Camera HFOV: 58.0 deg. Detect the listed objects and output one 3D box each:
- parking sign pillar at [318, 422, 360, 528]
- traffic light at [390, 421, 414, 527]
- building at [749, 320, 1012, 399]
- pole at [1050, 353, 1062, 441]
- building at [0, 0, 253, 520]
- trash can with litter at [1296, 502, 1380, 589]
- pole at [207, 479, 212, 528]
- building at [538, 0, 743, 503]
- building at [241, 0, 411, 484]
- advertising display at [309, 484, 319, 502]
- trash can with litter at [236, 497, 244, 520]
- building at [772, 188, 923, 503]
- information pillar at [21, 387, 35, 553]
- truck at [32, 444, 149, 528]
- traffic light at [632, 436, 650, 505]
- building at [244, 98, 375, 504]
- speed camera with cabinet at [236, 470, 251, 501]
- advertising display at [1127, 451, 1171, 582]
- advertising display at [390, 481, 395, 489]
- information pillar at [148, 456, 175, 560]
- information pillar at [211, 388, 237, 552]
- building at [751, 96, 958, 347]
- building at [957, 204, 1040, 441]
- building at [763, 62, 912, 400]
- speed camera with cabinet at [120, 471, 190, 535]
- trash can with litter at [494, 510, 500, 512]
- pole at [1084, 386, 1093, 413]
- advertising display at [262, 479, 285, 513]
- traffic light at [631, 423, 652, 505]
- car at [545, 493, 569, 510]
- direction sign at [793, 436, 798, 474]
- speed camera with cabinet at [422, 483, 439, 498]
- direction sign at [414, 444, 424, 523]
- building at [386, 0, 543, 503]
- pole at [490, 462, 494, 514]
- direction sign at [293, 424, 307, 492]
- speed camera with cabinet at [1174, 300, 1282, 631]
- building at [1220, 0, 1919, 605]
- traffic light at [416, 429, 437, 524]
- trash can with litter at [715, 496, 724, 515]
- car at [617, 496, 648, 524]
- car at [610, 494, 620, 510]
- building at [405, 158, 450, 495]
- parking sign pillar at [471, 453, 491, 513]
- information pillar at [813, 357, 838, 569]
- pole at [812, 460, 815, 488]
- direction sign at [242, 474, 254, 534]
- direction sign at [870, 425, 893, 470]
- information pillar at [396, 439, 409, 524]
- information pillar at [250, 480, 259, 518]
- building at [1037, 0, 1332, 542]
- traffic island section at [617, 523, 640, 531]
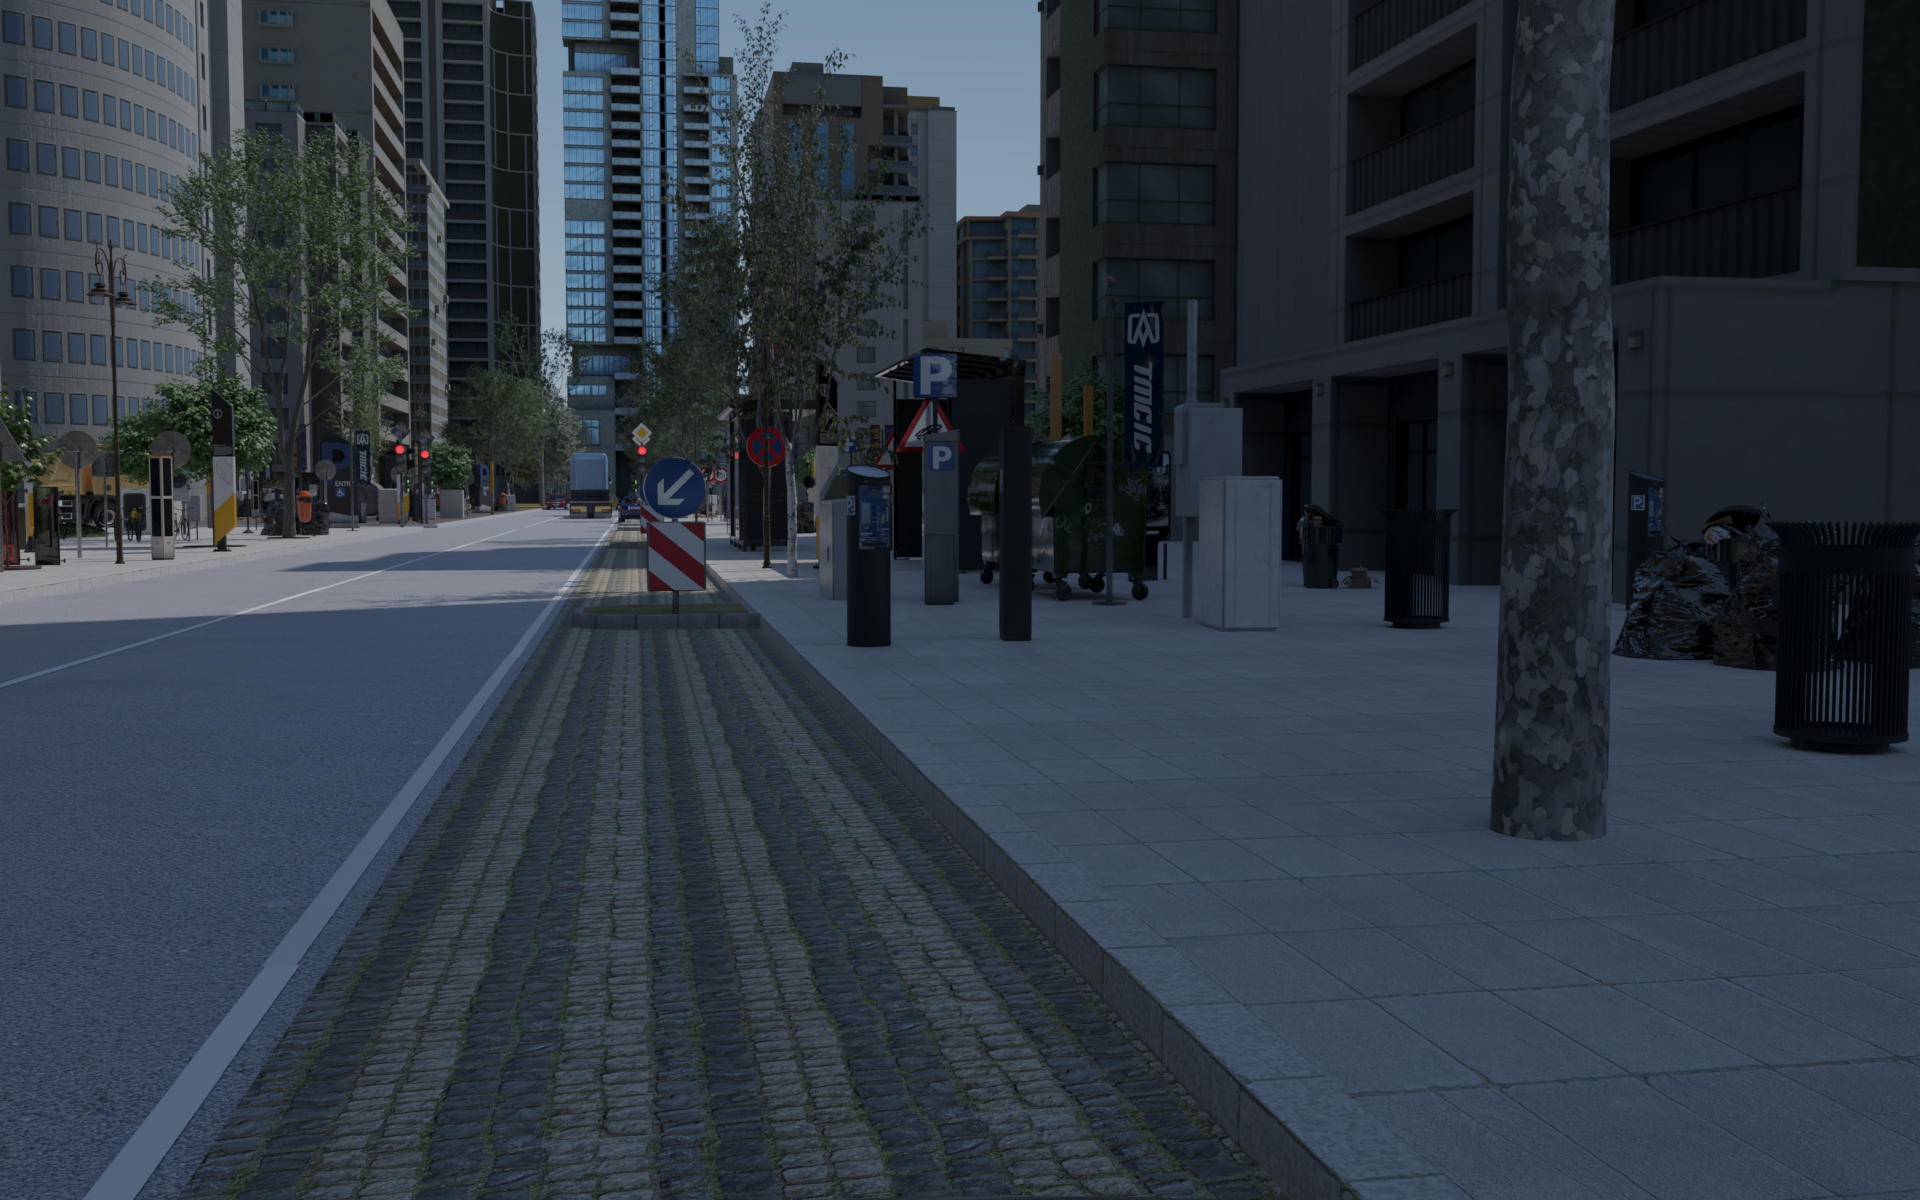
[{"bbox_3d":[-23.446,-4.702,65.345,1.447,3.967,1.447,-2,4,-33],"label":"parking sign pillar"},{"bbox_3d":[-21.412,-4.741,66.439,0.839,4.253,0.868,-1,4,-11],"label":"traffic light"},{"bbox_3d":[-10.442,-22.009,204.894,27.650,21.520,28.899,-1,4,-11],"label":"building"},{"bbox_3d":[1.394,-1.920,25.230,0.158,3.312,0.155,0,3,0],"label":"pole"},{"bbox_3d":[-52.571,-33.673,92.553,21.231,58.520,28.212,-1,4,-11],"label":"building"},{"bbox_3d":[5.166,-0.753,23.691,1.055,1.170,0.624,0,4,1],"label":"trash can with litter"},{"bbox_3d":[-28.076,-4.339,64.780,0.158,3.312,0.155,0,3,0],"label":"pole"},{"bbox_3d":[-45.391,-57.451,251.990,31.000,86.520,22.319,-1,4,-11],"label":"building"},{"bbox_3d":[-61.557,-32.425,153.854,21.300,48.544,21.600,-1,4,-11],"label":"building"},{"bbox_3d":[-42.925,-6.720,115.088,0.974,1.923,0.123,3,4,38],"label":"advertising display"},{"bbox_3d":[-36.315,-4.553,85.495,1.678,1.210,2.233,2,4,30],"label":"trash can with litter"},{"bbox_3d":[-11.432,-24.244,168.097,14.160,30.474,14.107,-1,4,-11],"label":"building"},{"bbox_3d":[-20.347,-2.841,37.807,0.183,3.616,0.504,-3,4,-38],"label":"information pillar"},{"bbox_3d":[-35.019,-4.364,67.274,9.791,3.379,3.469,-1,4,-10],"label":"truck"},{"bbox_3d":[-13.980,-5.324,75.966,0.839,4.253,0.868,-1,4,-11],"label":"traffic light"},{"bbox_3d":[-52.603,-21.933,130.301,14.160,30.474,14.107,-1,4,-11],"label":"building"},{"bbox_3d":[-43.071,-6.712,104.071,0.660,3.252,2.038,0,4,-4],"label":"speed camera with cabinet"},{"bbox_3d":[2.786,-1.250,25.646,0.123,1.923,0.974,3,5,43],"label":"advertising display"},{"bbox_3d":[-27.902,-4.888,85.137,0.123,1.923,0.974,-2,4,-24],"label":"advertising display"},{"bbox_3d":[-15.511,-1.783,33.650,0.304,2.012,0.304,1,4,17],"label":"information pillar"},{"bbox_3d":[-16.351,-2.881,38.457,0.504,3.616,0.183,0,4,6],"label":"information pillar"},{"bbox_3d":[-16.170,-43.770,257.644,28.212,58.520,21.231,-1,4,-11],"label":"building"},{"bbox_3d":[12.055,-37.308,264.613,28.867,44.769,22.147,-1,4,-11],"label":"building"},{"bbox_3d":[-13.095,-32.519,181.790,14.600,45.320,14.200,-1,4,-11],"label":"building"},{"bbox_3d":[-25.523,-3.701,54.853,2.038,3.252,0.660,-1,4,-22],"label":"speed camera with cabinet"},{"bbox_3d":[-32.888,-6.756,121.514,2.233,1.210,1.678,-3,5,-43],"label":"trash can with litter"},{"bbox_3d":[2.422,-2.381,32.771,0.158,3.312,0.155,0,3,0],"label":"pole"},{"bbox_3d":[-30.136,-4.334,76.071,0.974,1.923,0.123,0,4,-5],"label":"advertising display"},{"bbox_3d":[-12.509,-4.844,68.118,0.839,4.253,0.868,-1,4,-11],"label":"traffic light"},{"bbox_3d":[-36.580,-9.067,157.282,2.155,1.783,4.494,-1,4,-10],"label":"car"},{"bbox_3d":[-6.775,-4.627,67.651,0.876,3.537,0.379,-1,4,-13],"label":"direction sign"},{"bbox_3d":[-43.587,-9.014,141.707,2.038,3.252,0.660,0,4,2],"label":"speed camera with cabinet"},{"bbox_3d":[-24.344,-5.257,77.953,0.379,3.537,0.876,1,4,9],"label":"direction sign"},{"bbox_3d":[-70.874,-49.461,246.939,20.611,71.187,20.563,-1,4,-11],"label":"building"},{"bbox_3d":[-29.382,-7.026,108.724,0.158,3.312,0.155,0,3,0],"label":"pole"},{"bbox_3d":[-21.537,-3.945,56.495,0.876,3.537,0.379,3,5,39],"label":"direction sign"},{"bbox_3d":[2.625,-1.391,17.075,0.660,3.252,2.038,0,4,-6],"label":"speed camera with cabinet"},{"bbox_3d":[17.034,-35.812,23.776,20.563,71.187,20.611,-1,4,-11],"label":"building"},{"bbox_3d":[-22.884,-5.221,74.288,0.839,4.253,0.868,-1,4,-11],"label":"traffic light"},{"bbox_3d":[-14.414,-5.708,104.718,0.624,1.170,1.055,1,4,15],"label":"trash can with litter"},{"bbox_3d":[-15.827,-4.418,84.813,1.945,1.354,3.894,-1,4,-9],"label":"car"},{"bbox_3d":[-32.460,-9.174,160.223,2.015,1.641,3.980,-1,4,-10],"label":"car"},{"bbox_3d":[-69.603,-30.581,191.885,23.993,40.220,32.217,-1,4,-11],"label":"building"},{"bbox_3d":[-31.849,-7.765,115.427,1.447,3.967,1.447,1,4,17],"label":"parking sign pillar"},{"bbox_3d":[-2.305,-2.355,29.858,0.183,3.616,0.504,3,4,38],"label":"information pillar"},{"bbox_3d":[-8.695,-6.677,103.012,0.158,3.312,0.155,0,3,0],"label":"pole"},{"bbox_3d":[-23.222,-3.939,56.401,0.379,3.537,0.876,-2,4,-29],"label":"direction sign"},{"bbox_3d":[-2.530,-3.950,56.574,0.876,3.537,0.379,1,4,23],"label":"direction sign"},{"bbox_3d":[-23.695,-5.030,73.590,0.504,3.616,0.183,-3,5,-39],"label":"information pillar"},{"bbox_3d":[-37.083,-5.295,91.068,0.304,2.012,0.304,-3,5,-43],"label":"information pillar"},{"bbox_3d":[9.418,-17.227,53.366,14.160,30.474,14.107,-1,4,-11],"label":"building"},{"bbox_3d":[-12.467,-2.811,68.239,2.009,0.180,2.903,-1,4,-11],"label":"traffic island section"}]
